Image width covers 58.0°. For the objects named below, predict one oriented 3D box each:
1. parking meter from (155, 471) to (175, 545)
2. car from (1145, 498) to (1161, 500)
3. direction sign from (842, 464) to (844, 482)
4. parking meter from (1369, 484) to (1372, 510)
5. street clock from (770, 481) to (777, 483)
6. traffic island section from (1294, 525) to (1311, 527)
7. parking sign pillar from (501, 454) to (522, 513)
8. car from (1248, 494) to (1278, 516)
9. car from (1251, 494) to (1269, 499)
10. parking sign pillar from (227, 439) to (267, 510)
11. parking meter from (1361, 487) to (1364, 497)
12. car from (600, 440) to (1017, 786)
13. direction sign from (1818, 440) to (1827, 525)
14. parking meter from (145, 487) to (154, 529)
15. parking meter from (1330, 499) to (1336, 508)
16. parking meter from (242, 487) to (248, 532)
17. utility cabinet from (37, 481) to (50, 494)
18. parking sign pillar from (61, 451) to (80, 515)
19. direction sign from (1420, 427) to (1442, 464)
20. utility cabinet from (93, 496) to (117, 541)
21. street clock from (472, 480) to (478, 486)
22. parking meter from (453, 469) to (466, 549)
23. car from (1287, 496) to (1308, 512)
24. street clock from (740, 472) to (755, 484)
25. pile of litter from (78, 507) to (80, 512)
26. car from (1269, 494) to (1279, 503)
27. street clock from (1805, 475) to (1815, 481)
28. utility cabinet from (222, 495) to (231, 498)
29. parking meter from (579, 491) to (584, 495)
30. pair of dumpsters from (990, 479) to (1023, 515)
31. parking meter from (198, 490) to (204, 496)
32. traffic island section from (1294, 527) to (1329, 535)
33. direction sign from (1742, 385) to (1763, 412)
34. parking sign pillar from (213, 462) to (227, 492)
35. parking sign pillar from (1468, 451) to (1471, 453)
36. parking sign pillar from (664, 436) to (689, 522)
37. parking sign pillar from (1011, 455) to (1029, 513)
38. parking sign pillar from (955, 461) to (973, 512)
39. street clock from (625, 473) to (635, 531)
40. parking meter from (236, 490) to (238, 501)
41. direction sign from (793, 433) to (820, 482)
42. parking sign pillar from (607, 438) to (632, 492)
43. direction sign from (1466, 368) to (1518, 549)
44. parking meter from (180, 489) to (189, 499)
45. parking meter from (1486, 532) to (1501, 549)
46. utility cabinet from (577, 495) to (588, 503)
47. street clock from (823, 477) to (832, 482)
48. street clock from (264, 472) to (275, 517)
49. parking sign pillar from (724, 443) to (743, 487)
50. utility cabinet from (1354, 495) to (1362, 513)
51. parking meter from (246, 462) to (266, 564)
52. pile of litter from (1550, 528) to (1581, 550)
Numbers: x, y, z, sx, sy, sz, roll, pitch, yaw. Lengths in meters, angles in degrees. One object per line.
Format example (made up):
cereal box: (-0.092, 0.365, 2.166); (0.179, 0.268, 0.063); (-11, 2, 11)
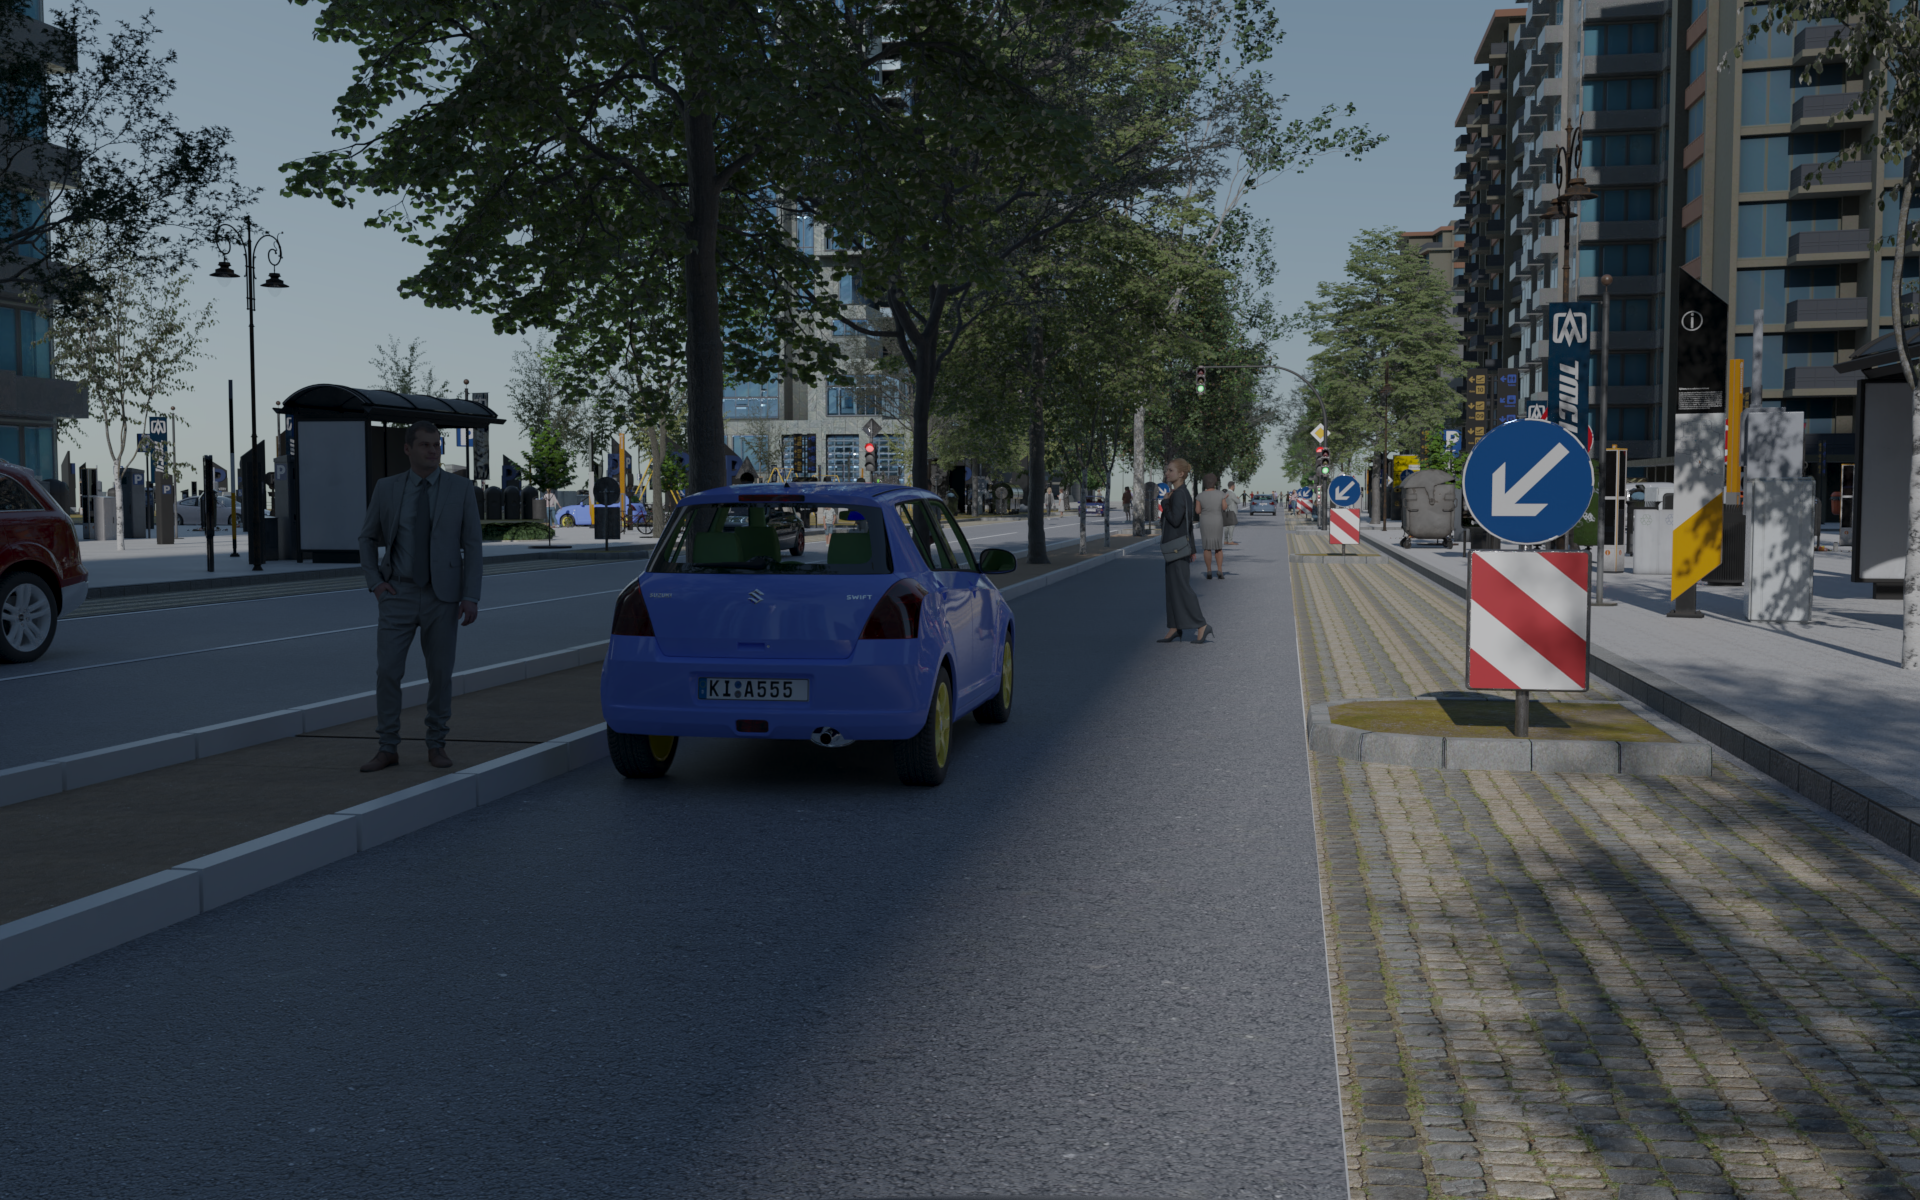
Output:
parking meter: (-20.242, -2.348, 44.108); (0.255, 1.863, 0.399); (3, 4, 37)
car: (10.333, -5.161, 93.178); (1.959, 1.807, 4.718); (1, 4, 11)
direction sign: (-8.732, -8.405, 129.419); (0.379, 3.537, 0.876); (-1, 4, -8)
parking meter: (22.909, -5.529, 96.117); (0.399, 1.863, 0.255); (1, 4, 13)
street clock: (-10.223, -5.524, 94.881); (0.471, 2.002, 0.358); (0, 4, -2)
traffic island section: (14.298, -2.846, 68.813); (2.009, 0.180, 2.903); (1, 4, 11)
parking sign pillar: (-30.247, -7.851, 116.839); (1.447, 3.967, 1.447); (1, 4, 11)
car: (20.198, -6.325, 115.421); (2.014, 1.417, 4.499); (1, 4, 10)
car: (28.679, -9.316, 164.112); (2.131, 1.459, 4.920); (1, 4, 9)
parking sign pillar: (-34.807, -5.911, 85.113); (1.447, 3.967, 1.447); (2, 4, 34)
parking meter: (32.855, -8.312, 141.617); (0.255, 1.863, 0.399); (1, 4, 11)
car: (-0.688, -0.019, 9.907); (1.945, 1.707, 3.694); (1, 4, 9)
direction sign: (36.239, -4.945, 72.854); (0.379, 3.537, 0.876); (0, 4, 8)
parking meter: (-29.781, -3.371, 63.532); (0.372, 1.533, 0.369); (0, 3, 0)
parking meter: (23.267, -6.263, 108.110); (0.399, 1.863, 0.255); (1, 4, 19)
parking meter: (-24.152, -3.080, 58.770); (0.372, 1.533, 0.369); (0, 3, 0)
utility cabinet: (-14.848, -1.154, 27.544); (1.173, 1.500, 0.318); (3, 5, 40)
parking sign pillar: (-55.667, -7.319, 108.143); (1.447, 3.967, 1.447); (-3, 5, -45)
direction sign: (16.002, -4.082, 58.741); (0.876, 3.537, 0.379); (-1, 4, -13)
utility cabinet: (-23.747, -2.263, 48.159); (0.306, 1.237, 1.020); (0, 4, -8)
street clock: (-24.894, -5.149, 88.760); (0.358, 2.002, 0.471); (0, 4, 5)
parking meter: (-11.723, -2.134, 40.597); (0.399, 1.863, 0.255); (1, 4, 23)
car: (27.552, -7.842, 140.792); (1.945, 1.354, 3.894); (1, 4, 11)
street clock: (-7.011, -3.215, 57.129); (0.471, 2.002, 0.358); (0, 4, -4)
pile of litter: (-61.017, -6.572, 121.416); (1.176, 0.858, 1.719); (2, 4, 35)
car: (47.920, -15.539, 265.867); (2.131, 1.459, 4.920); (1, 4, 9)
street clock: (33.017, -3.846, 67.460); (0.471, 2.002, 0.358); (-1, 4, -16)
utility cabinet: (-41.098, -5.304, 97.882); (0.306, 1.237, 1.020); (3, 5, 43)
parking meter: (-27.724, -7.246, 126.876); (0.372, 1.533, 0.369); (0, 3, 0)
pair of dumpsters: (2.905, -6.493, 108.646); (1.574, 2.255, 4.437); (1, 4, 10)
parking meter: (-44.688, -5.732, 102.123); (0.372, 1.533, 0.369); (0, 3, 0)
traffic island section: (12.835, -2.366, 60.963); (2.009, 0.180, 2.903); (1, 4, 11)
direction sign: (16.633, -2.720, 36.465); (0.379, 3.537, 0.876); (0, 4, 0)
parking sign pillar: (-56.616, -8.793, 132.244); (1.447, 3.967, 1.447); (-2, 4, -29)
parking sign pillar: (31.339, -7.157, 105.491); (1.447, 3.967, 1.447); (3, 4, 37)
parking sign pillar: (-12.894, -5.569, 79.532); (1.447, 3.967, 1.447); (-3, 5, -39)
parking sign pillar: (4.251, -8.051, 120.101); (1.447, 3.967, 1.447); (3, 4, 37)
parking sign pillar: (0.262, -8.166, 121.994); (1.447, 3.967, 1.447); (-2, 4, -29)
street clock: (-11.614, -3.447, 60.927); (0.358, 2.002, 0.471); (-1, 4, -21)
parking meter: (-40.179, -5.393, 96.592); (0.372, 1.533, 0.369); (0, 3, 0)
direction sign: (-5.788, -4.445, 64.668); (0.876, 3.537, 0.379); (1, 4, 10)
parking sign pillar: (-16.309, -5.783, 83.027); (1.447, 3.967, 1.447); (3, 4, 37)
direction sign: (9.591, -2.403, 31.292); (0.876, 3.537, 0.379); (1, 4, 19)
parking meter: (-37.351, -4.590, 83.454); (0.372, 1.533, 0.369); (0, 3, 0)
parking meter: (11.333, -1.905, 36.866); (0.399, 1.863, 0.255); (2, 4, 32)
utility cabinet: (-25.153, -6.377, 115.426); (1.020, 1.237, 0.306); (-1, 4, -14)
street clock: (-5.558, -4.162, 72.617); (0.358, 2.002, 0.471); (-2, 4, -24)
street clock: (-22.221, -3.148, 56.045); (0.358, 2.002, 0.471); (2, 4, 34)
parking sign pillar: (-11.484, -6.054, 87.451); (1.447, 3.967, 1.447); (3, 5, 41)
utility cabinet: (26.195, -6.357, 115.106); (1.020, 1.237, 0.306); (0, 4, 2)
parking meter: (-12.898, -1.592, 31.733); (0.255, 1.863, 0.399); (-1, 4, -14)
pile of litter: (10.085, -0.970, 29.823); (1.719, 0.858, 1.176); (-3, 4, -38)
